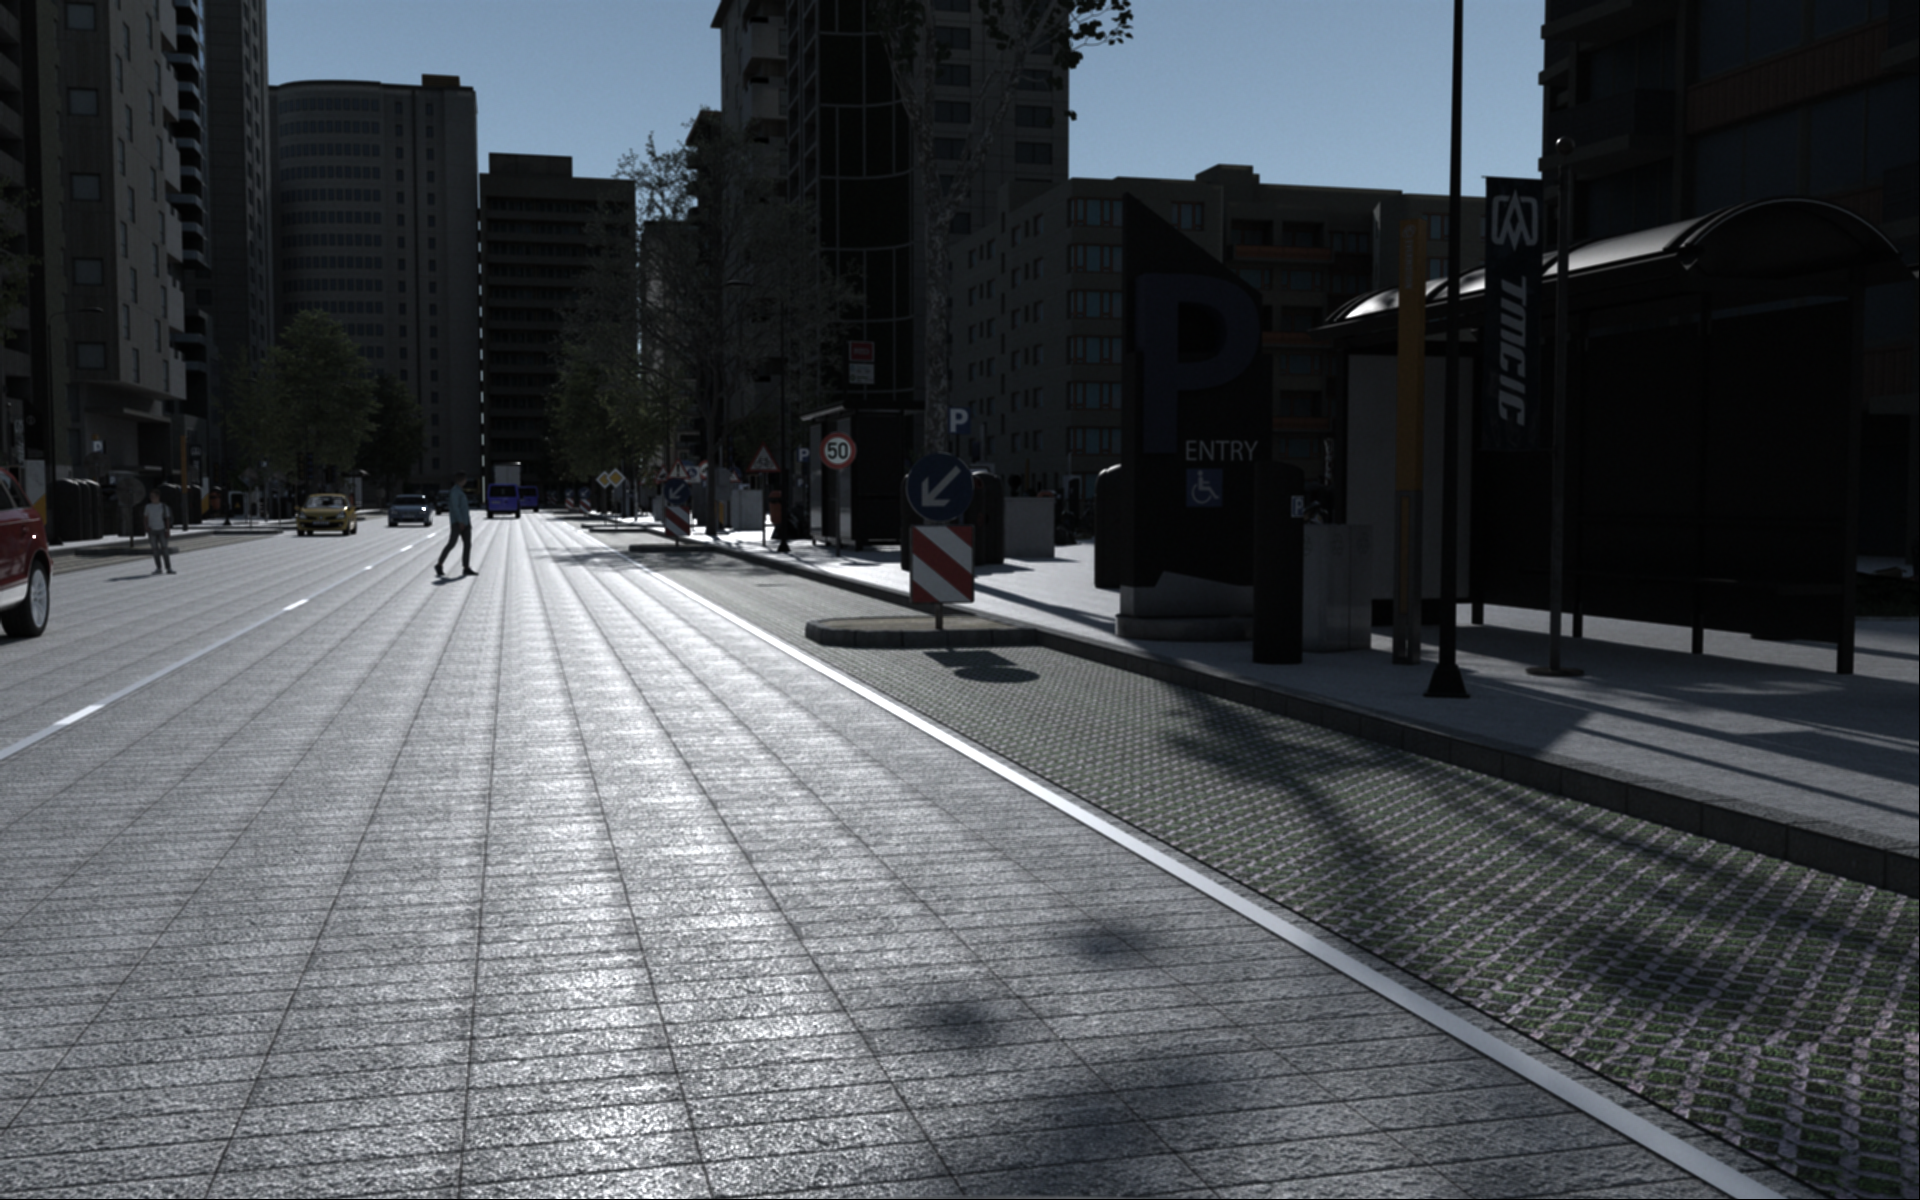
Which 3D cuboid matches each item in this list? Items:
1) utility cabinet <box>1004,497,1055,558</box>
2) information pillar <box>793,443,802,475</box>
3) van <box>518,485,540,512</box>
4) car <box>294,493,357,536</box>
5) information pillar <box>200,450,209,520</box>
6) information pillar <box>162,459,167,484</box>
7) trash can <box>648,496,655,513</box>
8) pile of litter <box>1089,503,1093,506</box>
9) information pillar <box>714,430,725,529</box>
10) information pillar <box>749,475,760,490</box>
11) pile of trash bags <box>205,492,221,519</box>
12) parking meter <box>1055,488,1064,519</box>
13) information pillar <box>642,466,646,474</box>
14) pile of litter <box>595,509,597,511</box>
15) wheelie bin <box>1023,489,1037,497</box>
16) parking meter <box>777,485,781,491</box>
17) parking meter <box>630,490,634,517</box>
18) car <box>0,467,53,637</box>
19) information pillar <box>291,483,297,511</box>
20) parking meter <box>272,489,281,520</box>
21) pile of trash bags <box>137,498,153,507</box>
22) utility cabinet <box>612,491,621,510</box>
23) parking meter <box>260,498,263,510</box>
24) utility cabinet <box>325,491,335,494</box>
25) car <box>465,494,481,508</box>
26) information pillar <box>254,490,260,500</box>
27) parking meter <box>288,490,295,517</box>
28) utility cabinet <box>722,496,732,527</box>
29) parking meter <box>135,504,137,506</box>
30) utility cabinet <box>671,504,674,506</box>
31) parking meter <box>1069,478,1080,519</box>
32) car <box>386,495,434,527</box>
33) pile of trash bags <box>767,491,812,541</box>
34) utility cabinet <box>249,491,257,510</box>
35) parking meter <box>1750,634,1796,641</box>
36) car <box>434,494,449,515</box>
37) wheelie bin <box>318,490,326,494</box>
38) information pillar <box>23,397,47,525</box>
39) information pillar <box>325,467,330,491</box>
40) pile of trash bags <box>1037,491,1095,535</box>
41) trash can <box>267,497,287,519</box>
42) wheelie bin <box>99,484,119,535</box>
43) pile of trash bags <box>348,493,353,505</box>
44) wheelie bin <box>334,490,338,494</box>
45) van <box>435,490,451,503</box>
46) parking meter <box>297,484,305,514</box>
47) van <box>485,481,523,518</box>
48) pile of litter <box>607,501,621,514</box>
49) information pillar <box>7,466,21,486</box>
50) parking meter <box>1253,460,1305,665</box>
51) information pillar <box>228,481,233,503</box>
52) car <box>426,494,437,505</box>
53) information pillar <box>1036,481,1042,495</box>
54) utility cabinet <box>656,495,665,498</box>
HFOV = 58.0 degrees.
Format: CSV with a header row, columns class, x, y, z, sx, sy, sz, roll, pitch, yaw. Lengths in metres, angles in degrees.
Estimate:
class,x,y,z,sx,sy,sz,roll,pitch,yaw
utility cabinet,1.387,-1.459,35.019,1.020,1.237,0.306,0,4,-4
information pillar,-7.419,-5.376,79.247,0.183,3.616,0.504,3,4,36
van,-34.698,-8.191,138.299,2.240,2.365,5.245,-1,4,-16
car,-22.175,-3.085,60.671,2.015,1.641,3.980,-1,4,-14
information pillar,-37.614,-5.799,86.168,0.504,3.616,0.183,1,4,18
information pillar,-53.349,-7.633,116.160,0.504,3.616,0.183,3,5,44
trash can,-20.351,-6.315,114.896,0.748,1.137,0.748,0,3,0
pile of litter,6.046,-4.073,80.566,1.719,0.858,1.176,0,4,-6
information pillar,-8.820,-4.374,62.868,0.504,3.616,0.183,0,4,-3
information pillar,-7.751,-3.727,65.421,0.304,2.012,0.304,1,4,19
pile of trash bags,-39.300,-4.865,89.294,1.912,1.369,3.447,1,4,12
parking meter,3.893,-3.626,67.703,0.372,1.533,0.369,0,3,0
information pillar,-26.331,-9.347,144.183,0.183,3.616,0.504,2,4,27
pile of litter,-27.355,-7.258,132.626,1.176,0.858,1.719,2,4,33
wheelie bin,4.002,-5.568,98.947,0.693,1.594,0.980,3,5,43
parking meter,-11.841,-6.617,113.903,0.399,1.863,0.255,2,4,32
parking meter,-18.510,-5.482,98.040,0.372,1.533,0.369,0,3,0
car,-9.887,-0.431,15.723,2.281,1.827,5.304,-1,4,-13
information pillar,-46.032,-7.049,119.747,0.304,2.012,0.304,-1,4,-16
parking meter,-34.056,-4.763,86.288,0.372,1.533,0.369,0,3,0
pile of trash bags,-48.797,-5.750,103.766,3.447,1.369,1.912,0,4,-5
utility cabinet,-23.592,-6.836,120.449,1.173,1.500,0.318,-3,4,-36
parking meter,-55.618,-8.082,137.846,0.399,1.863,0.255,1,4,10
utility cabinet,-51.107,-8.036,140.067,1.173,1.500,0.318,-3,5,-43
car,-50.999,-10.329,180.670,2.131,1.459,4.920,-1,4,-13
information pillar,-54.540,-7.941,134.332,0.304,2.012,0.304,0,4,3
parking meter,-37.749,-5.468,97.819,0.372,1.533,0.369,0,3,0
utility cabinet,-9.772,-3.908,75.065,1.020,1.237,0.306,0,4,-7
parking meter,-29.368,-3.238,61.344,0.372,1.533,0.369,0,3,0
utility cabinet,-15.081,-5.049,91.226,0.318,1.500,1.173,0,4,-5
parking meter,4.254,-3.601,64.591,0.255,1.863,0.399,-2,4,-33
car,-24.574,-4.004,77.465,2.014,1.417,4.499,-1,4,-15
pile of trash bags,-4.530,-2.405,49.067,1.912,1.369,3.447,1,4,19
utility cabinet,-47.722,-6.591,116.439,1.173,1.500,0.318,1,4,21
parking meter,7.201,-0.421,15.288,0.372,1.533,0.369,0,3,0
car,-35.474,-6.756,120.247,2.009,1.686,4.222,-1,4,-14
wheelie bin,-49.986,-7.810,135.598,0.980,1.594,0.693,0,4,3
information pillar,-22.382,-3.090,41.881,0.183,3.616,0.504,2,4,26
information pillar,-51.397,-9.129,140.617,0.504,3.616,0.183,1,4,14
pile of trash bags,4.088,-2.724,54.287,3.447,1.369,1.912,0,4,0
trash can,-34.387,-4.642,87.551,0.748,1.137,0.748,0,3,0
wheelie bin,-26.841,-2.851,54.529,0.980,1.594,0.693,-2,4,-34
pile of trash bags,-46.477,-7.274,128.684,1.912,1.369,3.447,2,4,32
wheelie bin,-43.772,-6.992,122.233,0.693,1.594,0.980,2,4,34
van,-50.769,-10.018,170.801,2.013,2.044,4.112,-1,4,-16
parking meter,-36.511,-5.528,96.087,0.255,1.863,0.399,3,4,38
van,-27.370,-6.088,103.923,2.240,2.365,5.245,-1,4,-13
pile of litter,-22.179,-6.035,112.634,1.719,0.858,1.176,1,4,21
information pillar,-24.688,-2.492,45.243,0.304,2.012,0.304,-2,4,-29
parking meter,2.421,-0.291,13.162,0.372,1.533,0.369,0,3,0
information pillar,-40.755,-5.641,96.727,0.304,2.012,0.304,-1,4,-16
car,-62.297,-11.941,205.025,2.009,1.686,4.222,-1,4,-14
information pillar,4.565,-5.832,99.849,0.304,2.012,0.304,0,4,-8
utility cabinet,-17.730,-5.670,103.862,1.020,1.237,0.306,-1,4,-15
